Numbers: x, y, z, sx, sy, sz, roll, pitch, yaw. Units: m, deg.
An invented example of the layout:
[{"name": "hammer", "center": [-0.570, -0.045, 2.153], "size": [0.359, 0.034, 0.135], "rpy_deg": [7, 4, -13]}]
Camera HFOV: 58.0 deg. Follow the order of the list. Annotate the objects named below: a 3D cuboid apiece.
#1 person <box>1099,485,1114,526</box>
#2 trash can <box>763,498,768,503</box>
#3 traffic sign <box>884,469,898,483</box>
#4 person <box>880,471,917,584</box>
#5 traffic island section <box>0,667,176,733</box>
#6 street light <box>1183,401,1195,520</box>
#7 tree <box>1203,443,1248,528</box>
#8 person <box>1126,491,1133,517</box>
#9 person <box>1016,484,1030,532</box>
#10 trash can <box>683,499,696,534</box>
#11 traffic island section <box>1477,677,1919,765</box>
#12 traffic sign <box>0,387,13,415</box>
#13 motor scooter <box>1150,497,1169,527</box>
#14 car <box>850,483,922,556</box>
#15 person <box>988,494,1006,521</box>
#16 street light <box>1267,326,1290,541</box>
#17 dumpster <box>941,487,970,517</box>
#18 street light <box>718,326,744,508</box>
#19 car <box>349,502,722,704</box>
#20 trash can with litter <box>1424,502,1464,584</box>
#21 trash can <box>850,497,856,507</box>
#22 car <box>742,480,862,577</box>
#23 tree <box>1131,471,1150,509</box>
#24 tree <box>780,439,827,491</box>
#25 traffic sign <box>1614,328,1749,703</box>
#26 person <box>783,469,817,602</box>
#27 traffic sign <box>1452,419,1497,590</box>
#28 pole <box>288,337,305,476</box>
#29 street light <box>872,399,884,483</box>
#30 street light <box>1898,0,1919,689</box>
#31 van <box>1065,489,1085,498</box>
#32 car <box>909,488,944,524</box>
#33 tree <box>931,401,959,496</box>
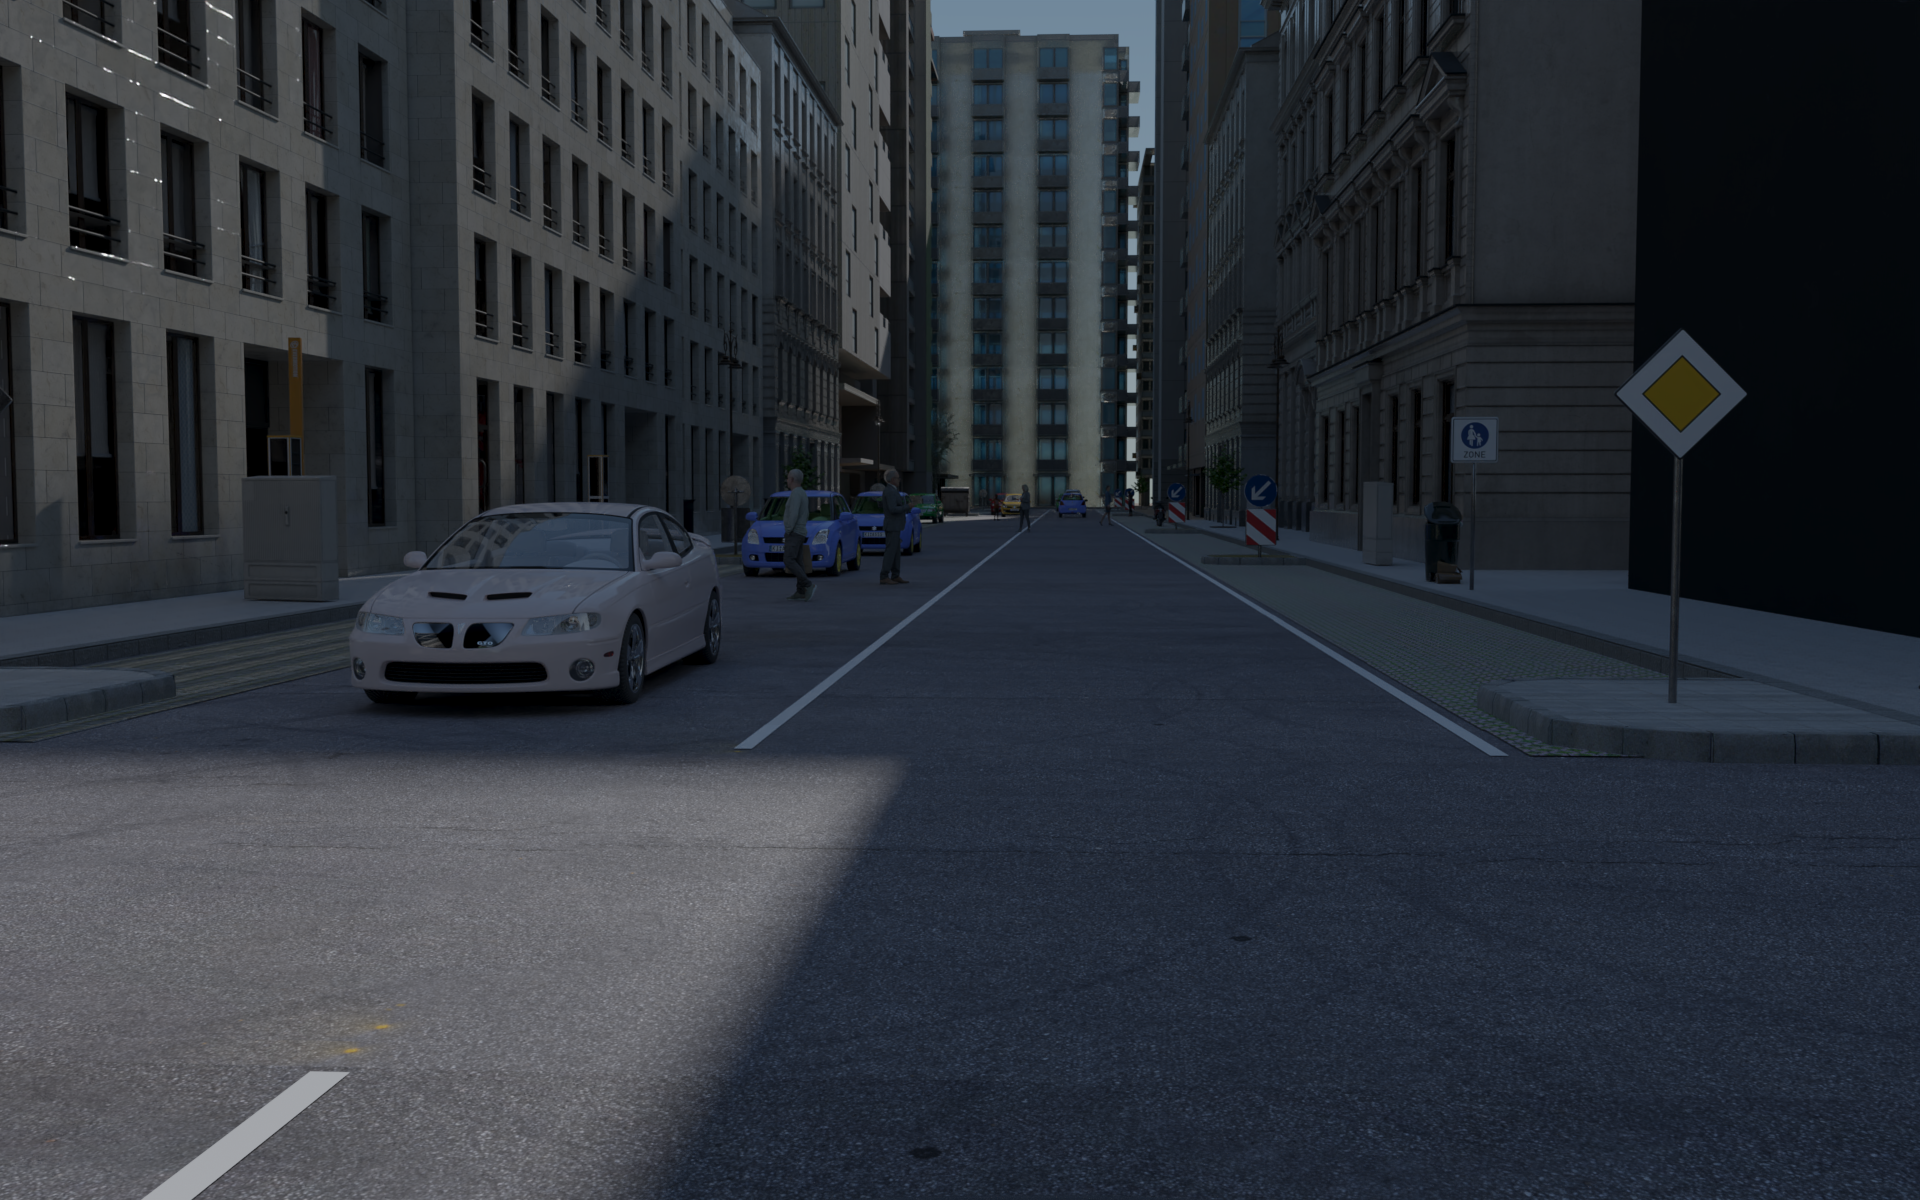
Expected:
[{"name": "person", "center": [6.667, -4.290, 78.671], "size": [0.654, 1.822, 0.581], "rpy_deg": [1, 4, 20]}, {"name": "trash can", "center": [-6.303, -2.872, 58.611], "size": [0.748, 1.137, 0.748], "rpy_deg": [0, 3, 0]}, {"name": "traffic sign", "center": [-3.453, -5.294, 86.663], "size": [0.768, 2.556, 0.104], "rpy_deg": [1, 4, 12]}, {"name": "person", "center": [-0.990, -1.154, 27.547], "size": [0.590, 1.801, 0.661], "rpy_deg": [-1, 4, -9]}, {"name": "traffic island section", "center": [-6.572, 0.669, 11.349], "size": [2.009, 0.180, 2.903], "rpy_deg": [0, 4, 4]}, {"name": "street light", "center": [11.220, -6.866, 85.049], "size": [0.468, 5.910, 1.993], "rpy_deg": [0, 4, 4]}, {"name": "tree", "center": [10.168, -4.364, 65.957], "size": [1.663, 3.219, 1.824], "rpy_deg": [0, 3, 0]}, {"name": "person", "center": [10.754, -6.100, 109.712], "size": [0.415, 1.643, 0.593], "rpy_deg": [0, 4, 3]}, {"name": "person", "center": [2.402, -3.438, 64.892], "size": [0.526, 1.800, 0.537], "rpy_deg": [-2, 4, -24]}, {"name": "trash can", "center": [-7.517, -2.156, 46.910], "size": [0.748, 1.137, 0.748], "rpy_deg": [0, 3, 0]}, {"name": "traffic island section", "center": [4.397, 0.711, 10.649], "size": [2.009, 0.180, 2.903], "rpy_deg": [0, 4, 4]}, {"name": "traffic sign", "center": [-6.548, -0.467, 11.286], "size": [0.795, 2.450, 0.064], "rpy_deg": [0, 4, 4]}, {"name": "motor scooter", "center": [8.831, -3.904, 76.608], "size": [0.815, 1.314, 1.986], "rpy_deg": [0, 4, 4]}, {"name": "car", "center": [-1.866, -1.951, 41.489], "size": [1.945, 1.707, 3.694], "rpy_deg": [0, 4, 3]}, {"name": "person", "center": [1.984, -5.020, 93.837], "size": [1.065, 1.426, 0.557], "rpy_deg": [-2, 4, -25]}, {"name": "street light", "center": [8.748, -4.584, 47.736], "size": [0.468, 5.910, 1.993], "rpy_deg": [0, 4, 4]}, {"name": "dumpster", "center": [-0.290, -6.131, 108.453], "size": [1.865, 1.857, 1.264], "rpy_deg": [0, 4, 4]}, {"name": "street light", "center": [-6.331, -4.597, 47.948], "size": [0.468, 5.910, 1.993], "rpy_deg": [0, 4, 4]}, {"name": "car", "center": [-3.056, -0.060, 13.348], "size": [2.083, 1.381, 4.827], "rpy_deg": [0, 4, 3]}, {"name": "trash can with litter", "center": [7.086, -0.839, 25.108], "size": [0.624, 1.170, 1.055], "rpy_deg": [0, 4, 3]}, {"name": "trash can", "center": [-5.048, -4.507, 85.339], "size": [0.748, 1.137, 0.748], "rpy_deg": [0, 3, 0]}, {"name": "car", "center": [-2.824, -1.325, 31.253], "size": [1.945, 1.707, 3.694], "rpy_deg": [0, 4, 5]}, {"name": "tree", "center": [15.187, -9.267, 146.124], "size": [1.663, 3.219, 1.824], "rpy_deg": [0, 3, 0]}, {"name": "tree", "center": [-5.527, -4.085, 61.390], "size": [1.663, 3.219, 1.824], "rpy_deg": [0, 3, 0]}, {"name": "traffic sign", "center": [4.373, -0.424, 10.573], "size": [0.795, 2.450, 0.064], "rpy_deg": [0, 4, 4]}, {"name": "person", "center": [-2.153, -0.881, 23.387], "size": [0.515, 1.767, 0.782], "rpy_deg": [0, 4, 4]}, {"name": "traffic sign", "center": [6.835, -1.281, 23.068], "size": [0.606, 2.300, 0.079], "rpy_deg": [0, 4, 6]}, {"name": "pole", "center": [-8.672, -1.764, 22.681], "size": [0.158, 3.312, 0.155], "rpy_deg": [0, 3, 0]}, {"name": "street light", "center": [-3.959, -6.814, 84.201], "size": [0.468, 5.910, 1.993], "rpy_deg": [0, 4, 4]}, {"name": "street light", "center": [6.401, -2.349, 11.200], "size": [0.468, 5.910, 1.993], "rpy_deg": [0, 4, 4]}, {"name": "van", "center": [10.175, -9.087, 155.586], "size": [2.013, 2.044, 4.112], "rpy_deg": [0, 4, 6]}, {"name": "car", "center": [-1.821, -4.627, 84.447], "size": [1.959, 1.807, 4.718], "rpy_deg": [0, 4, 5]}, {"name": "tree", "center": [-2.066, -11.364, 136.155], "size": [4.360, 8.622, 3.978], "rpy_deg": [0, 3, 0]}]
